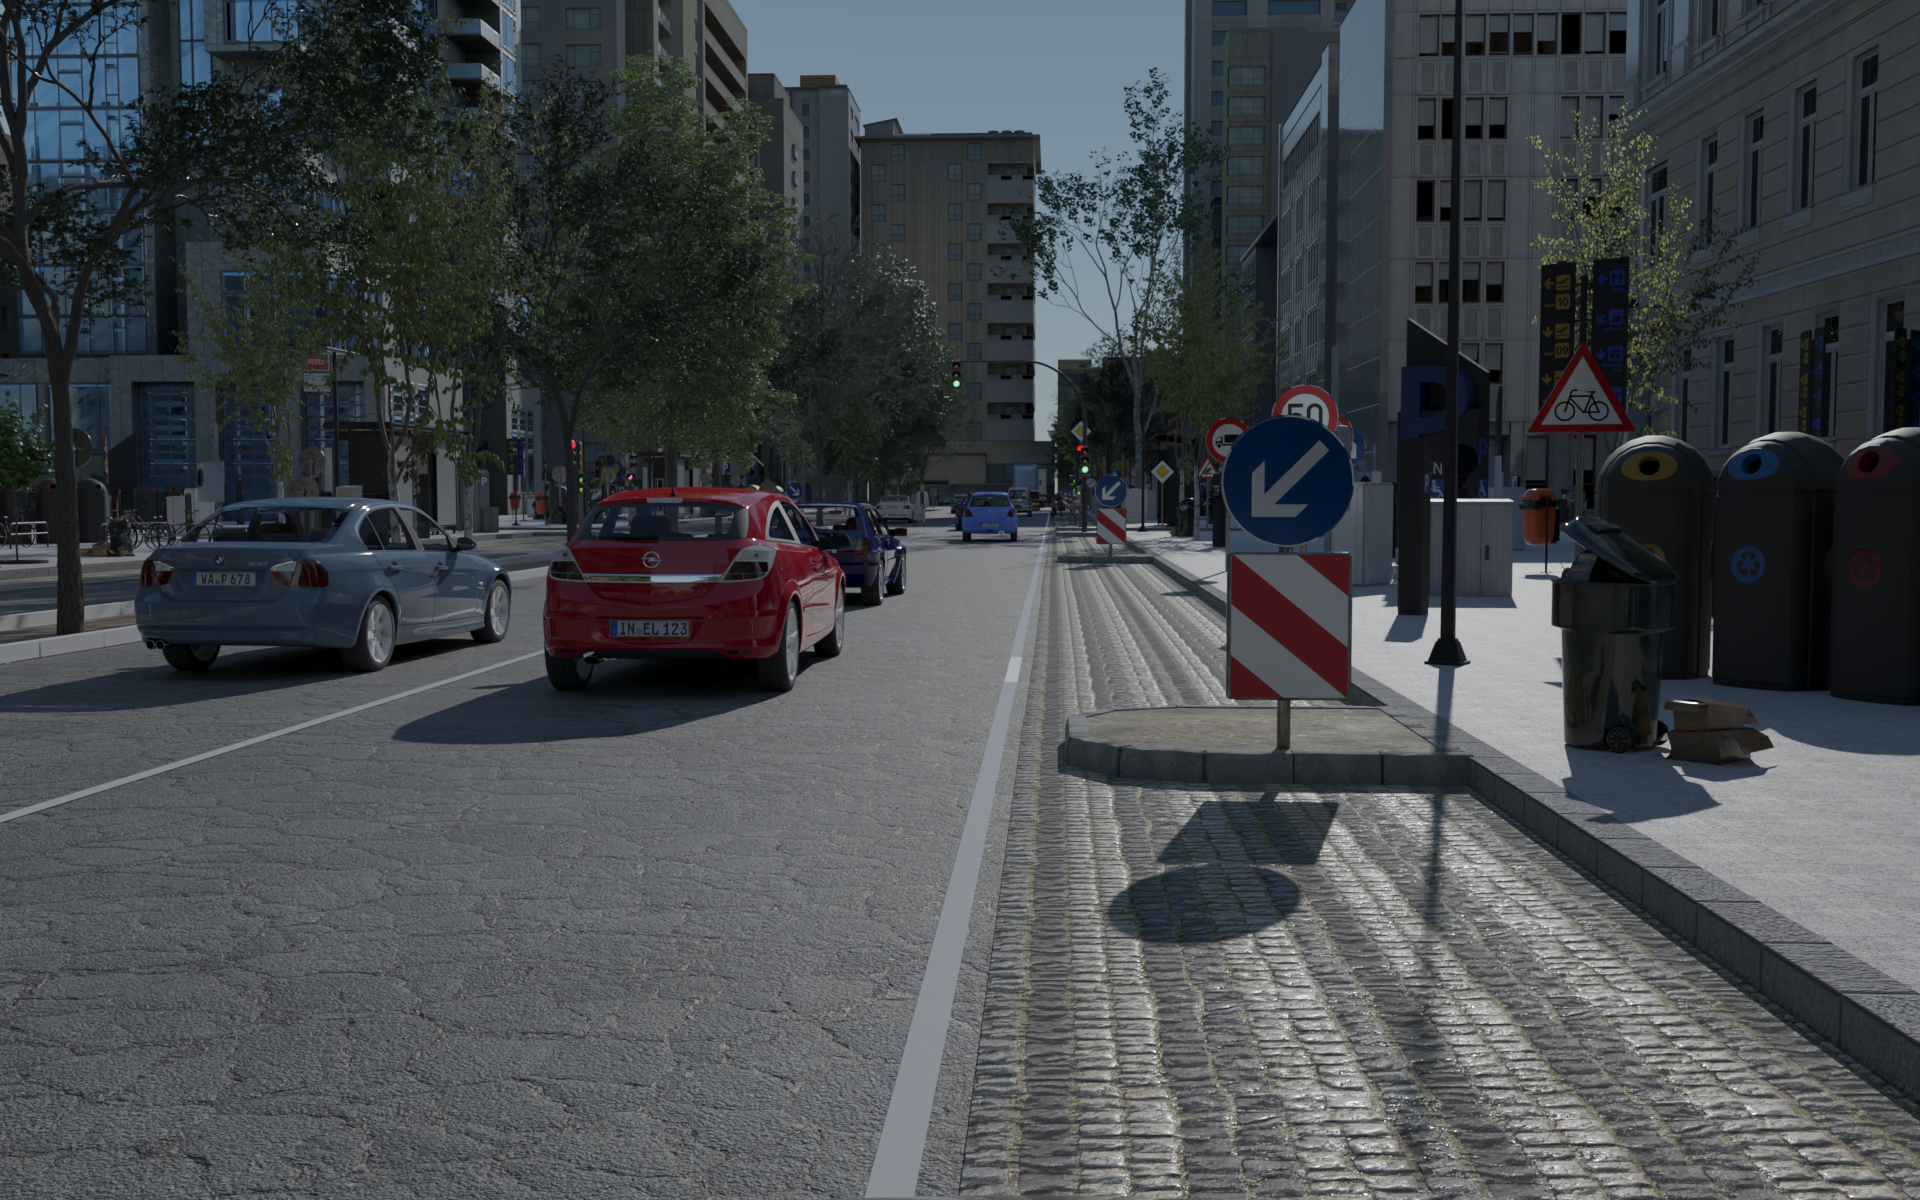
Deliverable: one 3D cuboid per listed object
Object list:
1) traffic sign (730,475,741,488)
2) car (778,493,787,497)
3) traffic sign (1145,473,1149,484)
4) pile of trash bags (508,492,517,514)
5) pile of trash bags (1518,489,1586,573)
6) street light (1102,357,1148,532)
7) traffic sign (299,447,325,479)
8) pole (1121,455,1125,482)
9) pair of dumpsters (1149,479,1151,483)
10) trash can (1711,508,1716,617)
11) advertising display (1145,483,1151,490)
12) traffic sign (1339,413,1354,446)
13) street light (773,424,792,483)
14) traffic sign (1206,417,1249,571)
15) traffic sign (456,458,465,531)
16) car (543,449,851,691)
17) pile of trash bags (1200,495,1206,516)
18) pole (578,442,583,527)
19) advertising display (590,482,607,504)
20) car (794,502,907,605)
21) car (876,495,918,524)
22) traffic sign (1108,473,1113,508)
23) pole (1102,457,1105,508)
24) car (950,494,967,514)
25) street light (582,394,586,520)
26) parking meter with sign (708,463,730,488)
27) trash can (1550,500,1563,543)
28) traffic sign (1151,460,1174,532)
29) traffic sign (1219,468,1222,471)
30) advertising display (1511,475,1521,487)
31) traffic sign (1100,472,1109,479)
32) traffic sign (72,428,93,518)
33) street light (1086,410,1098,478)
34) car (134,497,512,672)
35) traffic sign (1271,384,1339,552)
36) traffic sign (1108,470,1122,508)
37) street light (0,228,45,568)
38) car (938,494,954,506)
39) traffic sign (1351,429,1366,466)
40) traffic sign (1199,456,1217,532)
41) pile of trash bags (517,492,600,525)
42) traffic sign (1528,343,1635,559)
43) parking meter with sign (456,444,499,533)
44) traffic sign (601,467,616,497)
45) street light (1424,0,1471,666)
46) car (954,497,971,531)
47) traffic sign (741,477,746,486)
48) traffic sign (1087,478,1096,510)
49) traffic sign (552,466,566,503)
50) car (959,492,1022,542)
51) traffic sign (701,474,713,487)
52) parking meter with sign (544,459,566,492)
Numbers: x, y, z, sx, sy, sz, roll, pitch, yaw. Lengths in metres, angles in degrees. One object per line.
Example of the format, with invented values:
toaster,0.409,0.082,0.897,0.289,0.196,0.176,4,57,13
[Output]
traffic sign,-14.774,-6.960,113.902,0.768,2.556,0.104,1,4,8
car,-8.696,-4.301,79.912,1.945,1.707,3.694,0,4,1
traffic sign,10.345,-6.016,98.468,0.768,2.556,0.104,1,4,9
pile of trash bags,-21.361,-4.796,88.174,3.447,1.369,1.912,1,4,12
pile of trash bags,10.855,-1.152,28.593,3.447,1.369,1.912,-1,4,-11
street light,5.663,-5.265,58.625,1.470,5.913,1.316,0,4,3
traffic sign,-17.493,-2.854,46.762,0.768,2.556,0.104,1,4,10
pole,8.577,-5.949,91.112,0.158,3.312,0.155,0,3,0
pair of dumpsters,11.691,-6.184,103.602,1.574,2.255,4.437,0,4,3
trash can,7.822,-0.408,18.321,0.748,1.137,0.748,0,3,0
advertising display,11.140,-5.851,100.885,0.974,1.923,0.123,0,4,2
traffic sign,5.638,-1.620,26.594,0.768,2.556,0.104,1,4,12
street light,-11.746,-8.647,113.926,1.470,5.913,1.316,0,4,3
traffic sign,4.470,-1.758,28.857,0.768,2.556,0.104,0,4,5
traffic sign,-17.495,-3.682,60.309,0.768,2.556,0.104,0,4,4
car,-2.013,-0.309,14.092,2.155,1.783,4.494,0,4,3
pile of trash bags,14.562,-5.578,100.958,3.447,1.369,1.912,-2,4,-27
pole,-14.744,-4.491,67.263,0.158,3.312,0.155,0,3,0
advertising display,-19.447,-5.355,92.764,0.974,1.923,0.123,3,4,37
car,-1.744,-0.680,23.698,1.945,1.354,3.894,0,4,5
car,-3.102,-4.469,85.424,2.083,1.381,4.827,0,4,3
traffic sign,8.498,-5.894,96.480,0.768,2.556,0.104,0,4,7
pole,7.886,-6.180,94.886,0.158,3.312,0.155,0,3,0
car,0.261,-7.055,127.352,2.014,1.417,4.499,0,4,3
street light,-14.257,-5.840,68.024,1.470,5.913,1.316,0,4,3
parking meter with sign,-13.562,-6.084,95.728,0.543,3.016,1.738,3,5,42
trash can,15.341,-2.051,45.188,0.748,1.137,0.748,0,3,0
traffic sign,6.890,-3.537,59.023,0.795,2.450,0.064,0,4,6
traffic sign,10.325,-3.976,67.134,0.606,2.300,0.079,0,4,4
advertising display,18.468,-3.202,57.563,0.123,1.923,0.974,0,4,7
traffic sign,8.381,-6.047,98.970,0.768,2.556,0.104,1,4,12
traffic sign,-17.063,-2.035,33.381,0.768,2.556,0.104,1,4,10
street light,7.616,-7.531,95.666,1.470,5.913,1.316,0,4,3
car,-5.430,-0.202,15.312,2.014,1.417,4.499,0,4,5
traffic sign,4.012,-1.229,20.204,0.768,2.556,0.104,1,4,10
traffic sign,8.039,-5.487,89.821,0.768,2.556,0.104,1,4,11
street light,-16.340,-3.510,29.926,1.470,5.913,1.316,0,4,3
car,-1.646,-12.039,205.636,1.959,1.807,4.718,0,4,2
traffic sign,7.336,-2.015,33.059,0.768,2.556,0.104,1,4,11
traffic sign,8.401,-3.596,58.801,0.884,2.594,0.081,1,4,10
pile of trash bags,-16.737,-3.896,73.455,1.912,1.369,3.447,2,4,28
traffic sign,5.360,-0.917,14.994,0.884,2.594,0.081,1,4,9
parking meter with sign,-16.081,-3.755,57.656,1.738,3.016,0.543,2,4,32
traffic sign,-16.305,-4.906,80.315,0.768,2.556,0.104,1,4,12
street light,3.146,-2.472,12.954,1.470,5.913,1.316,0,4,3
car,0.725,-3.474,69.380,1.945,1.354,3.894,0,4,2
traffic sign,-15.357,-7.619,124.684,0.768,2.556,0.104,0,4,4
traffic sign,10.329,-8.346,136.568,0.768,2.556,0.104,1,4,12
traffic sign,-17.969,-4.754,77.839,0.768,2.556,0.104,0,4,5
car,0.940,-2.672,53.283,1.945,1.707,3.694,0,4,2
traffic sign,-15.796,-6.597,107.975,0.768,2.556,0.104,0,4,7
parking meter with sign,-19.715,-5.478,85.819,1.738,3.016,0.543,-1,4,-13
